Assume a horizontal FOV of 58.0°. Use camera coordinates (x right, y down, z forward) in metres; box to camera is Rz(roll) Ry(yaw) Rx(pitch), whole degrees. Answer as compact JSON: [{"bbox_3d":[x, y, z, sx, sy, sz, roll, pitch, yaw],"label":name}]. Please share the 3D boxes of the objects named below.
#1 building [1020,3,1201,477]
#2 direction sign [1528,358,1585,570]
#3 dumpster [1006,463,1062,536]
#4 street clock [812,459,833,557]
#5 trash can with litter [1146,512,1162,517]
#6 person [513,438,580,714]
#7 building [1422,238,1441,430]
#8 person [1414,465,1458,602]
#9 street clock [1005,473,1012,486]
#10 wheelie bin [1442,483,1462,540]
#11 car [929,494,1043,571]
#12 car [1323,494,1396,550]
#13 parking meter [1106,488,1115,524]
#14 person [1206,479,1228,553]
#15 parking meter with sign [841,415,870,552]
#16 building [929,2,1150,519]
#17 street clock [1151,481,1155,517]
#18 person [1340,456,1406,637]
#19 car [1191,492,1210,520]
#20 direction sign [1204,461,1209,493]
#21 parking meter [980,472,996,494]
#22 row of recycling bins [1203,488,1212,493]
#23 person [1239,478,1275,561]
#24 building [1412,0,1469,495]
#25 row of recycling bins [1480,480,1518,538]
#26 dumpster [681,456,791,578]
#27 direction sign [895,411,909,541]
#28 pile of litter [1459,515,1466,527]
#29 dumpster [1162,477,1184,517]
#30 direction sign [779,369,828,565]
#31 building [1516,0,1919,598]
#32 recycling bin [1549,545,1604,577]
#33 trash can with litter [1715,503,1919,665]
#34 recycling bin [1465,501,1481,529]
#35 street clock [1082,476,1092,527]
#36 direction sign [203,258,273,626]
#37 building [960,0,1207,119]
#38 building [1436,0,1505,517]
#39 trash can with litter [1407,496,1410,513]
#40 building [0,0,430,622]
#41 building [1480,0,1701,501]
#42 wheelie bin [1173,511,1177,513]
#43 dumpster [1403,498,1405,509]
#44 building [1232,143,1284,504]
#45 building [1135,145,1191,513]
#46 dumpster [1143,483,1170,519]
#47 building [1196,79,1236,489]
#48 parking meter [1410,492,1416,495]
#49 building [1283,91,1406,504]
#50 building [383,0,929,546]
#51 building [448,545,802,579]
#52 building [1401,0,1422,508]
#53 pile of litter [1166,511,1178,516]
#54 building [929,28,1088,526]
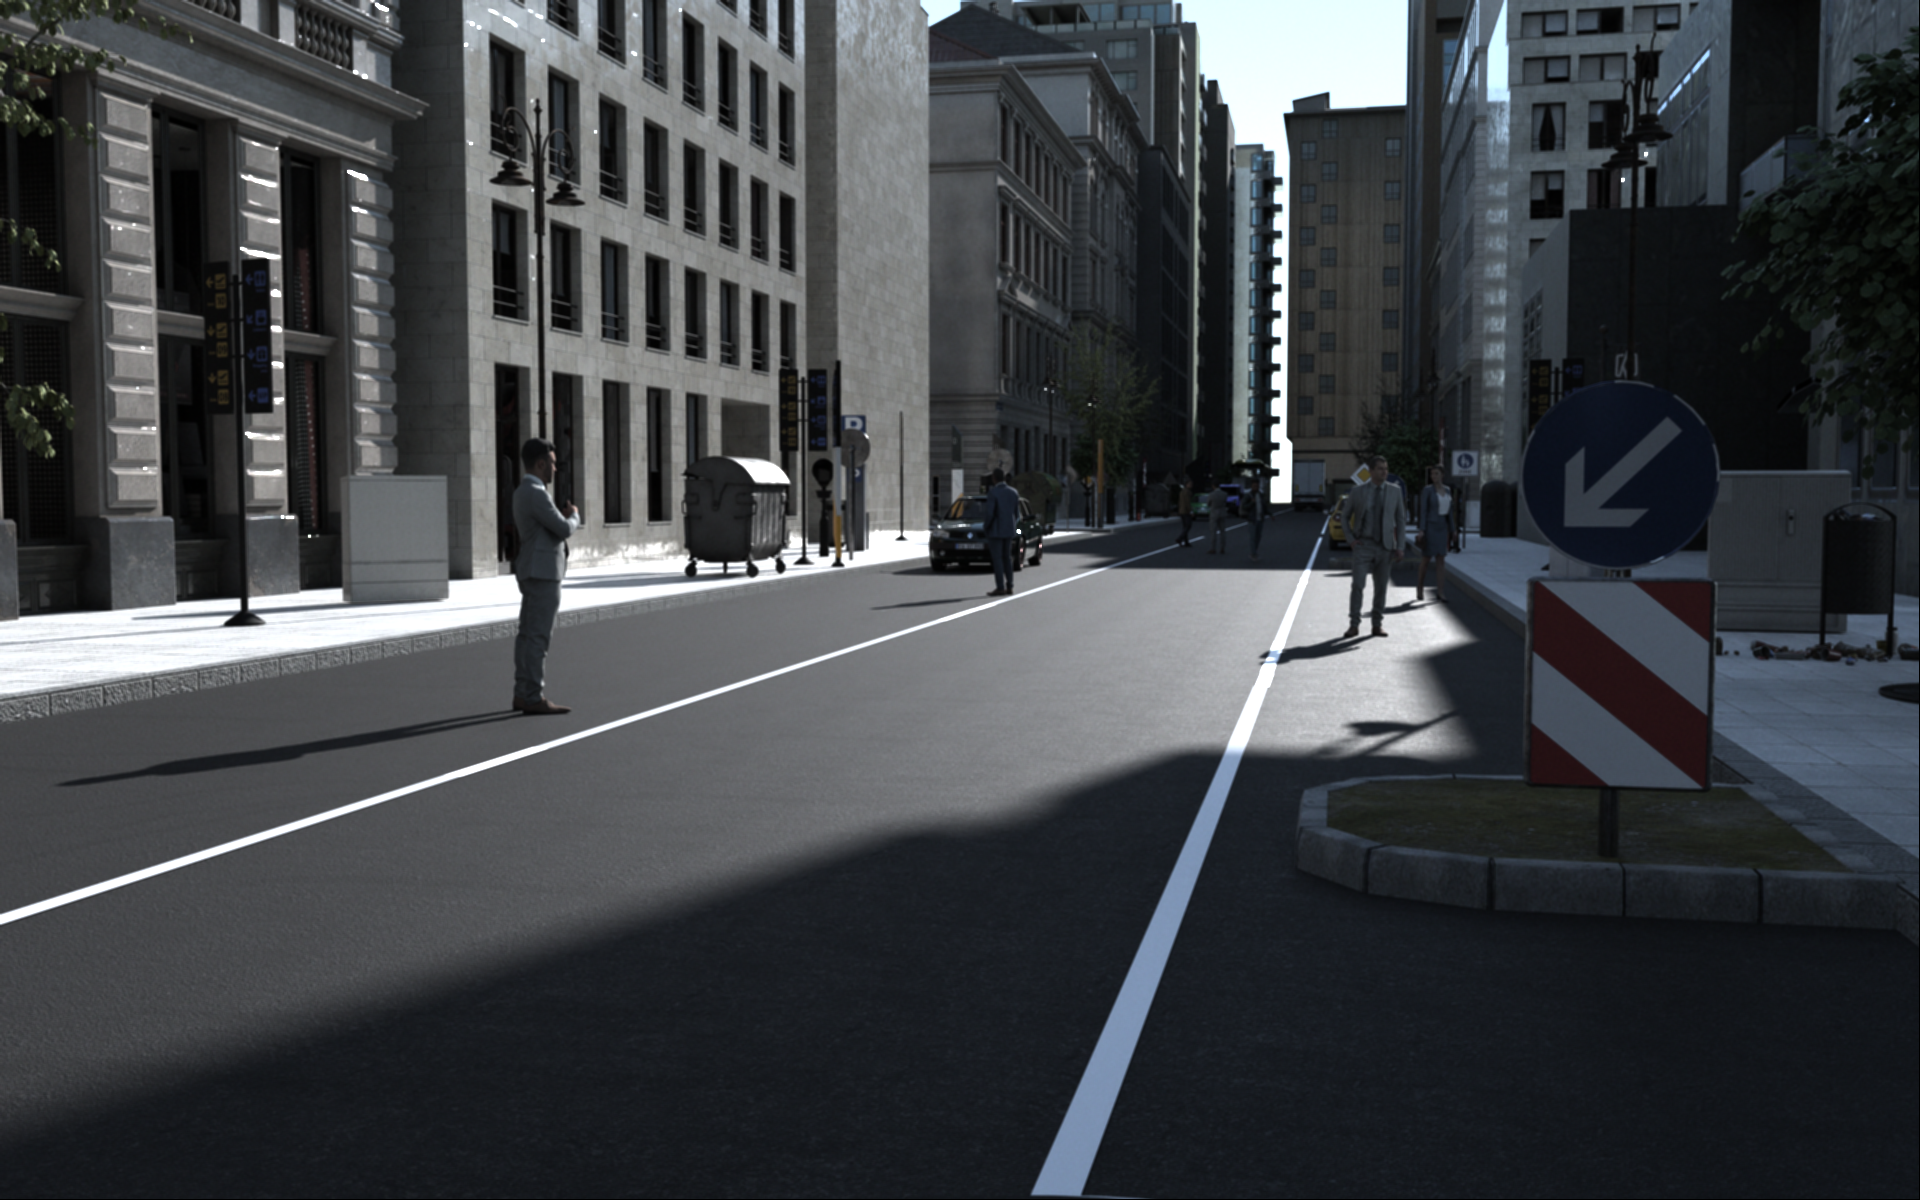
[{"bbox_3d":[12.704,-28.351,147.138,14.154,41.232,14.086,1,4,12],"label":"building"},{"bbox_3d":[9.996,-2.269,29.102,0.876,3.537,0.379,2,4,30],"label":"direction sign"},{"bbox_3d":[2.279,-3.130,53.668,1.502,2.255,1.985,1,4,12],"label":"dumpster"},{"bbox_3d":[-2.791,-1.896,35.563,0.471,2.002,0.358,0,4,-1],"label":"street clock"},{"bbox_3d":[10.800,-5.215,96.645,1.055,1.170,0.624,2,4,24],"label":"trash can with litter"},{"bbox_3d":[-2.714,-0.168,11.422,0.466,1.800,0.511,-3,5,-39],"label":"person"},{"bbox_3d":[39.333,-17.578,123.559,11.583,22.565,21.152,1,4,12],"label":"building"},{"bbox_3d":[6.348,-0.894,23.148,0.581,1.822,0.654,0,4,-4],"label":"person"},{"bbox_3d":[1.432,-3.157,56.181,0.471,2.002,0.358,-2,4,-34],"label":"street clock"},{"bbox_3d":[13.474,-2.473,48.348,0.980,1.594,0.693,-1,4,-11],"label":"wheelie bin"},{"bbox_3d":[0.545,-1.455,33.573,2.009,1.686,4.222,1,4,10],"label":"car"},{"bbox_3d":[10.591,-2.167,45.647,2.015,1.641,3.980,1,4,11],"label":"car"},{"bbox_3d":[6.417,-3.994,73.710,0.372,1.533,0.369,0,3,0],"label":"parking meter"},{"bbox_3d":[6.213,-2.037,41.989,0.511,1.800,0.466,-2,4,-28],"label":"person"},{"bbox_3d":[-2.327,-2.628,39.232,0.543,3.016,1.738,0,4,2],"label":"parking meter with sign"},{"bbox_3d":[2.984,-19.229,101.782,14.401,28.519,23.554,1,4,12],"label":"building"},{"bbox_3d":[10.926,-5.731,98.269,0.358,2.002,0.471,0,4,5],"label":"street clock"},{"bbox_3d":[4.174,-0.545,17.508,0.635,1.810,0.391,0,4,-2],"label":"person"},{"bbox_3d":[13.405,-5.238,94.437,1.959,1.807,4.718,1,4,12],"label":"car"},{"bbox_3d":[16.767,-7.766,118.963,0.379,3.537,0.876,-3,5,-42],"label":"direction sign"},{"bbox_3d":[0.746,-2.449,45.748,0.399,1.863,0.255,-3,5,-39],"label":"parking meter"},{"bbox_3d":[17.653,-7.127,123.643,1.069,1.692,3.534,1,4,15],"label":"row of recycling bins"},{"bbox_3d":[6.370,-1.745,37.385,0.623,1.781,0.721,-3,5,-41],"label":"person"},{"bbox_3d":[46.419,-30.493,148.669,14.600,45.320,14.200,1,4,12],"label":"building"},{"bbox_3d":[17.122,-2.734,51.812,3.534,1.692,1.069,-2,4,-25],"label":"row of recycling bins"},{"bbox_3d":[-3.542,-1.320,27.347,1.264,1.857,1.865,1,4,12],"label":"dumpster"},{"bbox_3d":[-1.608,-3.410,47.756,0.379,3.537,0.876,0,4,1],"label":"direction sign"},{"bbox_3d":[19.213,-3.253,67.153,1.176,0.858,1.719,-2,4,-34],"label":"pile of litter"},{"bbox_3d":[11.997,-5.857,98.255,1.502,2.255,1.985,1,4,12],"label":"dumpster"},{"bbox_3d":[-2.844,-2.416,31.505,0.876,3.537,0.379,0,4,3],"label":"direction sign"},{"bbox_3d":[23.634,-43.859,29.760,22.319,86.520,31.000,1,4,12],"label":"building"},{"bbox_3d":[8.872,-0.735,24.566,0.722,1.027,0.722,-2,4,-31],"label":"recycling bin"},{"bbox_3d":[6.679,-0.165,13.761,2.233,1.210,1.678,1,4,8],"label":"trash can with litter"},{"bbox_3d":[19.237,-3.169,64.368,0.722,1.027,0.722,0,4,3],"label":"recycling bin"},{"bbox_3d":[5.039,-3.902,68.368,0.471,2.002,0.358,0,3,0],"label":"street clock"},{"bbox_3d":[-7.014,-1.522,16.881,0.876,3.537,0.379,2,4,26],"label":"direction sign"},{"bbox_3d":[12.380,-33.692,170.473,23.786,49.044,30.456,1,4,12],"label":"building"},{"bbox_3d":[33.749,-19.635,98.528,11.434,29.767,29.804,1,4,12],"label":"building"},{"bbox_3d":[30.418,-6.416,116.280,0.624,1.170,1.055,3,4,36],"label":"trash can with litter"},{"bbox_3d":[-14.648,-11.460,16.243,11.050,23.489,19.941,1,4,12],"label":"building"},{"bbox_3d":[29.732,-13.038,67.929,16.860,20.320,10.420,1,4,12],"label":"building"},{"bbox_3d":[14.604,-6.713,117.658,0.980,1.594,0.693,1,4,23],"label":"wheelie bin"},{"bbox_3d":[23.963,-5.492,95.561,1.264,1.857,1.865,1,4,12],"label":"dumpster"},{"bbox_3d":[28.536,-37.734,236.559,30.456,49.044,23.786,1,4,12],"label":"building"},{"bbox_3d":[8.607,-20.318,125.700,14.314,27.812,24.014,1,4,12],"label":"building"},{"bbox_3d":[10.292,-5.200,90.785,1.264,1.857,1.865,1,4,12],"label":"dumpster"},{"bbox_3d":[20.712,-35.366,201.933,21.600,48.544,21.300,1,4,12],"label":"building"},{"bbox_3d":[26.313,-5.636,100.564,0.372,1.533,0.369,0,3,0],"label":"parking meter"},{"bbox_3d":[57.696,-39.402,233.460,27.495,52.752,28.713,1,4,12],"label":"building"},{"bbox_3d":[-10.315,-12.065,52.021,16.860,20.320,10.420,1,4,12],"label":"building"},{"bbox_3d":[-10.596,-11.005,34.680,10.420,20.320,16.860,1,4,12],"label":"building"},{"bbox_3d":[54.006,-38.305,168.279,21.231,58.520,28.212,1,4,12],"label":"building"},{"bbox_3d":[12.146,-5.292,100.492,1.176,0.858,1.719,2,4,24],"label":"pile of litter"},{"bbox_3d":[-1.366,-14.900,79.779,11.583,22.565,21.152,1,4,12],"label":"building"}]
